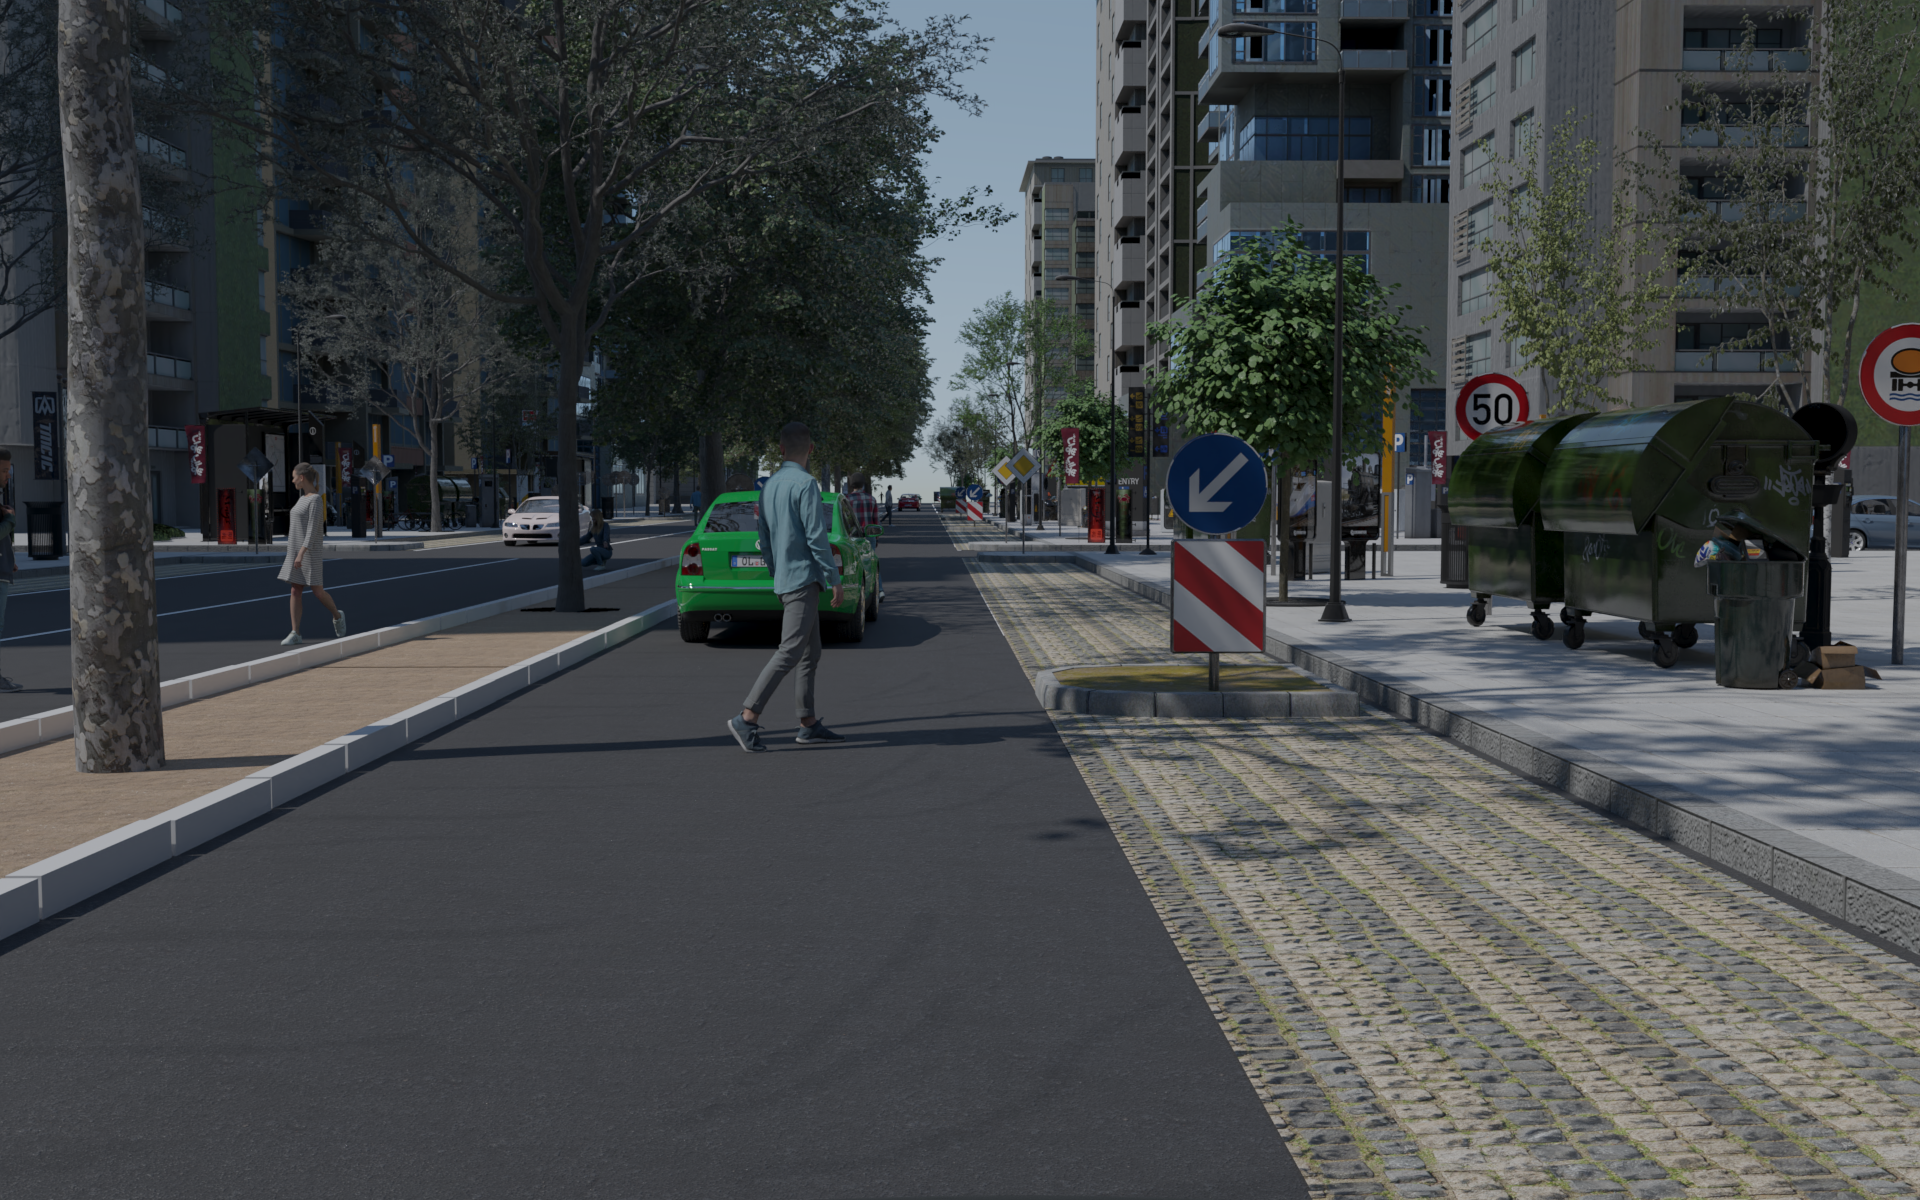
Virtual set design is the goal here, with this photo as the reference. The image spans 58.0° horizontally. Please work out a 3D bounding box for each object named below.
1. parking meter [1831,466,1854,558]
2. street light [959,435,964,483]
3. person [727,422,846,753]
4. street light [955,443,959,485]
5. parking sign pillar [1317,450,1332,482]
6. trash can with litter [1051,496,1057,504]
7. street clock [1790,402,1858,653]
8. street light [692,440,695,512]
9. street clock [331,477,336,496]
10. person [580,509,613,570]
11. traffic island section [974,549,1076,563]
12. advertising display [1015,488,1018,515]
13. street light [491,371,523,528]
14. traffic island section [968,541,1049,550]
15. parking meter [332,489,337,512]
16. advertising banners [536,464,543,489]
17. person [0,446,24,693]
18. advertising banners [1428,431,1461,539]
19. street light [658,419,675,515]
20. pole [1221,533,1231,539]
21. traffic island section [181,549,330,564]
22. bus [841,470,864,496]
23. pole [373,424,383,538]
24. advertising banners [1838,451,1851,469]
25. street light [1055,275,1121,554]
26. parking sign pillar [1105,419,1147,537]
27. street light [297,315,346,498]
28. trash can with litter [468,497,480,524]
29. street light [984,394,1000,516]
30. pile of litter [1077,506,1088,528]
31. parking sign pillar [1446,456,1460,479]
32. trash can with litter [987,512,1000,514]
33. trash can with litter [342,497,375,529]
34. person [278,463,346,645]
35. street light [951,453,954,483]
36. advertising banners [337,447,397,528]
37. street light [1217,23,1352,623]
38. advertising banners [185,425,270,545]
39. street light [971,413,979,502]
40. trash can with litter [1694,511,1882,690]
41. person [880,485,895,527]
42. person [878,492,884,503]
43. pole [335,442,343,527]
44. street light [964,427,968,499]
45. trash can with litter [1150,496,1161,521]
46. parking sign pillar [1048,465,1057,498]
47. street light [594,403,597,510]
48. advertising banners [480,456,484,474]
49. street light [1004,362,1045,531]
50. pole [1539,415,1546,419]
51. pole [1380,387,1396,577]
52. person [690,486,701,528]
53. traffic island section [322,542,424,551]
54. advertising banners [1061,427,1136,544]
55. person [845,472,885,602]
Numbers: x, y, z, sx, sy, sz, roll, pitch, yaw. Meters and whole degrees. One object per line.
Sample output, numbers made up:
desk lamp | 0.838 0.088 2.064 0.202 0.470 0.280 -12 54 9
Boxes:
parking meter | 17.726 -1.785 34.903 0.255 1.863 0.399 -2 4 -31
street light | 0.892 -10.016 136.309 1.470 5.913 1.316 0 4 -1
person | -0.994 -0.088 9.808 0.748 1.841 0.638 -1 4 -23
street light | 0.490 -11.275 156.881 1.470 5.913 1.316 0 4 -1
parking sign pillar | 15.809 -5.346 75.878 1.447 3.967 1.447 0 4 5
trash can with litter | 4.852 -5.150 95.583 1.055 1.170 0.624 0 4 -5
street clock | 6.826 -0.563 13.773 0.471 2.002 0.358 3 5 45
street light | -18.068 -9.090 121.168 1.470 5.913 1.316 0 4 -1
street clock | -26.668 -4.243 73.937 0.358 2.002 0.471 -1 4 -9
person | -6.832 -1.137 32.587 0.738 1.151 1.012 -3 5 -45
traffic island section | 1.385 -0.914 37.225 2.009 0.180 2.903 0 4 -1
advertising display | 3.676 -6.286 107.984 0.974 1.923 0.123 0 4 -2
street light | -16.945 -5.656 65.015 1.470 5.913 1.316 0 4 -1
traffic island section | 1.229 -1.402 45.209 2.009 0.180 2.903 0 4 -1
parking meter | -25.504 -3.825 70.948 0.372 1.533 0.369 0 3 0
advertising banners | -24.265 -6.500 102.458 0.090 3.025 2.074 3 4 37
person | -7.001 -0.219 12.420 0.623 1.781 0.721 2 4 33
advertising banners | 13.931 -3.152 47.718 2.074 3.025 0.090 1 4 9
street light | -17.765 -8.151 105.802 1.470 5.913 1.316 0 4 -1
pole | 4.675 -2.228 30.278 0.158 3.312 0.155 0 3 0
traffic island section | -15.004 -0.895 36.913 2.009 0.180 2.903 0 4 -1
bus | -10.849 -11.578 180.850 2.896 3.916 12.252 0 4 -1
pole | -17.082 -3.483 50.796 0.158 3.312 0.155 0 3 0
advertising banners | 24.235 -3.220 48.835 0.090 3.025 2.074 -2 4 -24
street light | 2.717 -3.935 36.884 1.470 5.913 1.316 0 4 -1
parking sign pillar | 5.063 -3.920 52.561 1.447 3.967 1.447 2 4 32
street light | -16.599 -4.433 45.018 1.470 5.913 1.316 0 4 -1
trash can with litter | -20.969 -3.899 75.142 0.624 1.170 1.055 0 4 -6
street light | 1.962 -6.598 80.414 1.470 5.913 1.316 0 4 -1
pile of litter | 5.049 -3.172 65.834 1.176 0.858 1.719 0 4 4
parking sign pillar | 20.784 -5.231 73.996 1.447 3.967 1.447 -1 4 -18
trash can with litter | 2.443 -6.048 109.942 2.233 1.210 1.678 0 4 1
trash can with litter | -22.047 -3.185 63.465 1.055 1.170 0.624 -3 5 -44
person | -6.264 -0.454 16.676 0.466 1.731 0.760 1 4 17
street light | 0.038 -12.496 176.843 1.470 5.913 1.316 0 4 -1
advertising banners | -22.284 -4.216 65.125 2.074 3.025 0.090 -1 4 -15
street light | 3.241 -2.737 17.287 1.470 5.913 1.316 0 4 -1
advertising banners | -18.485 -2.905 43.678 2.074 3.025 0.090 0 4 1
street light | 1.490 -7.791 99.918 1.470 5.913 1.316 0 4 -1
trash can with litter | 5.512 -0.010 11.547 1.055 1.170 0.624 0 4 0
person | -3.226 -4.159 76.344 0.795 1.843 0.661 0 4 3
person | -12.264 -15.990 269.963 1.348 1.821 0.705 3 5 42
pole | -24.318 -4.525 67.820 0.158 3.312 0.155 0 3 0
street light | 1.186 -8.984 119.425 1.470 5.913 1.316 0 4 -1
trash can with litter | 9.562 -4.439 83.636 1.678 1.210 2.233 -2 4 -30
parking sign pillar | 6.543 -7.791 115.847 1.447 3.967 1.447 1 4 13
street light | -17.455 -6.899 85.342 1.470 5.913 1.316 0 4 -1
advertising banners | -21.852 -5.125 79.979 0.090 3.025 2.074 0 4 1
street light | 2.296 -5.405 60.907 1.470 5.913 1.316 0 4 -1
pole | 14.955 -3.099 44.512 0.158 3.312 0.155 0 3 0
pole | 6.644 -2.019 26.854 0.158 3.312 0.155 0 3 0
person | -10.982 -3.892 72.474 0.601 1.785 0.444 1 4 13
traffic island section | -15.159 -1.383 44.896 2.009 0.180 2.903 0 4 -1
advertising banners | 3.600 -3.000 45.235 2.074 3.025 0.090 2 4 24
person | -1.300 -0.828 22.872 0.563 1.720 0.643 -2 4 -30
